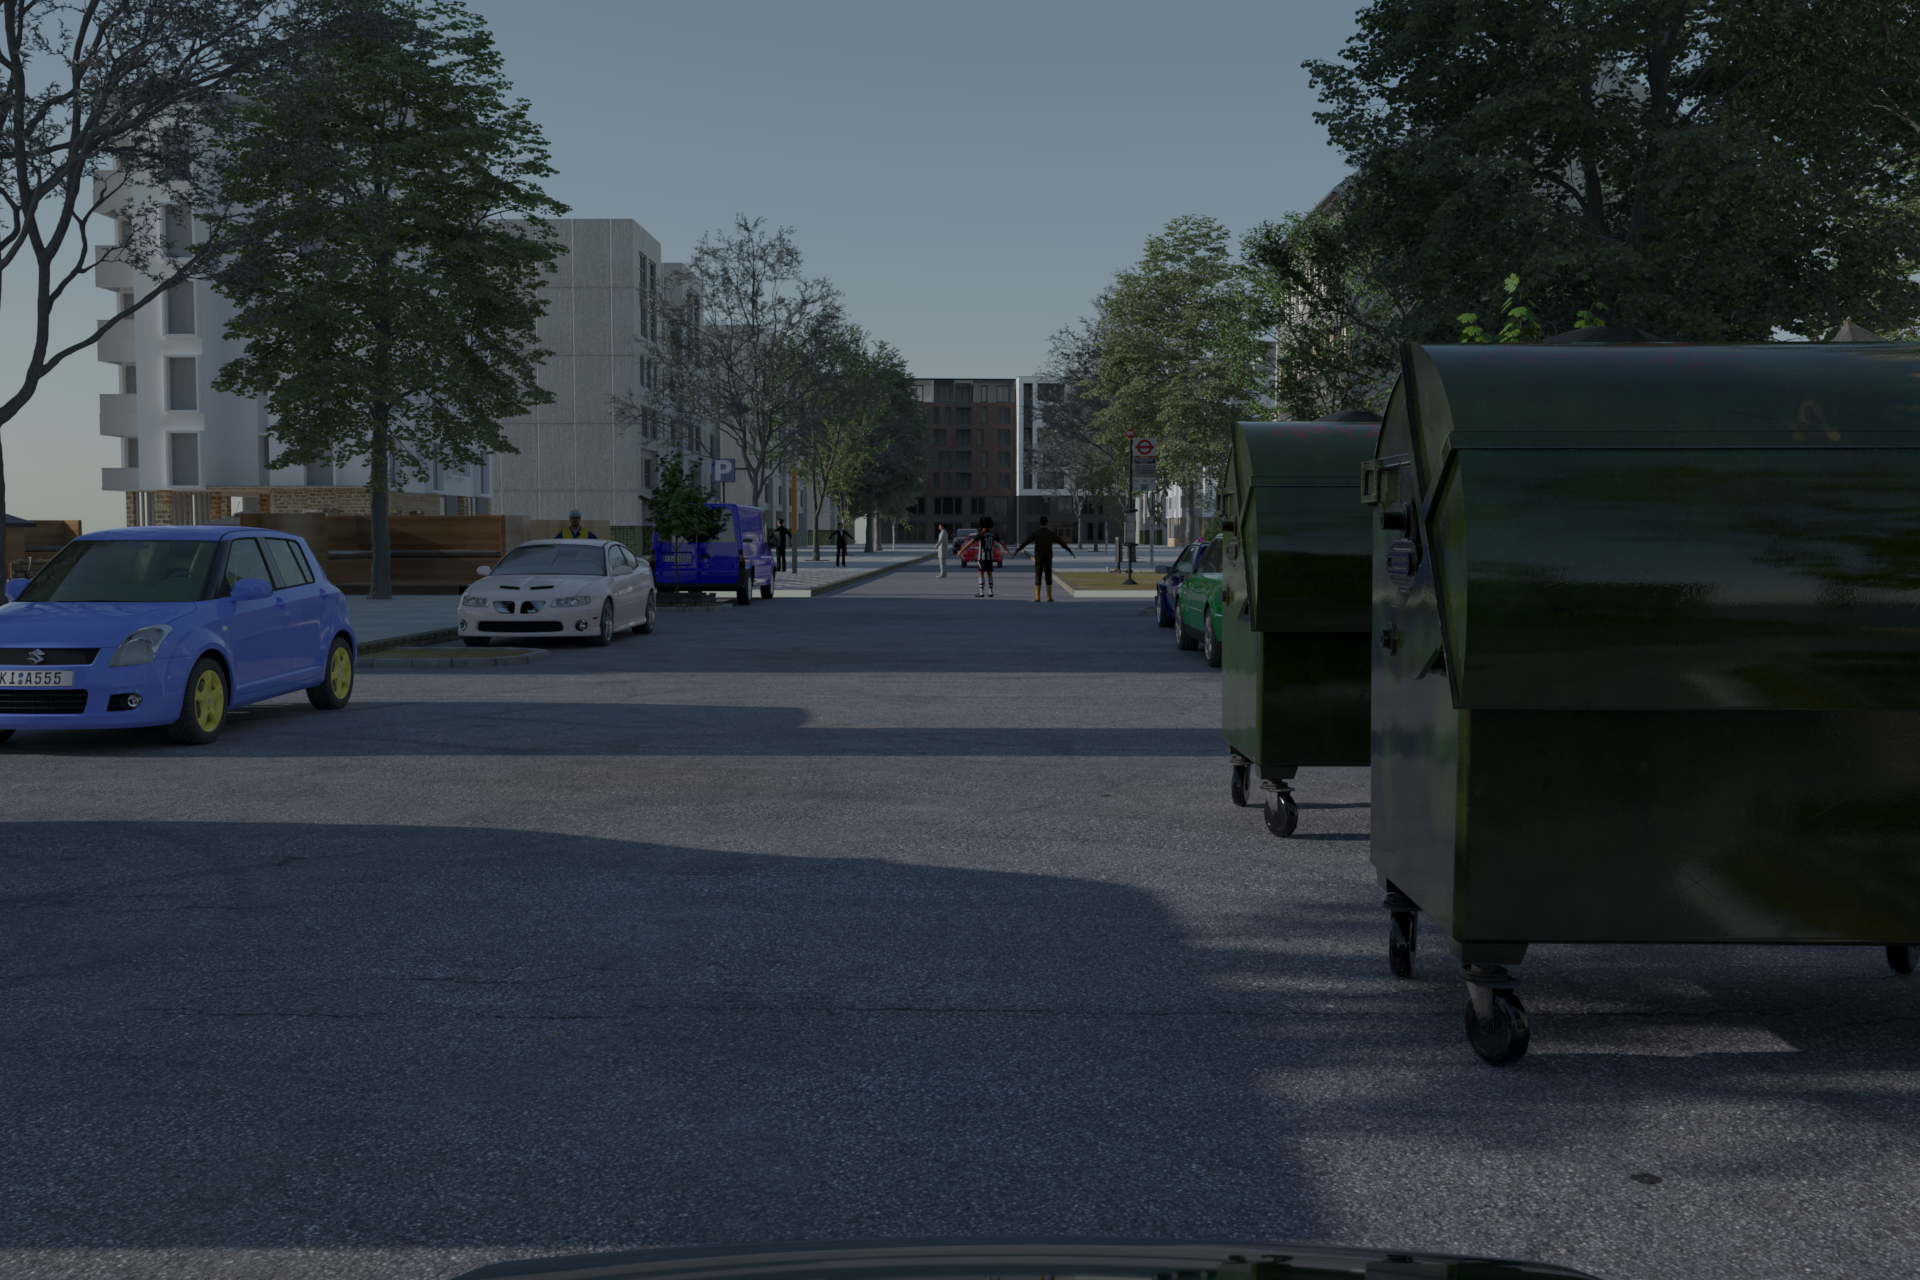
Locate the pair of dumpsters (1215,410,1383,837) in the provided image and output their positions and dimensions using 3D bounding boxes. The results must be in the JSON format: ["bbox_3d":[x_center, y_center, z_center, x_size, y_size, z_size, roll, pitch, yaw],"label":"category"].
[{"bbox_3d":[3.519,-0.227,8.660,4.436,2.255,1.574,0,4,0],"label":"pair of dumpsters"}]

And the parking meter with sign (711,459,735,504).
[{"bbox_3d":[-5.413,-2.728,40.864,0.543,3.016,1.738,0,4,3],"label":"parking meter with sign"}]

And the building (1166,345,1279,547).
[{"bbox_3d":[26.946,-19.906,181.889,16.016,20.090,11.380,0,4,2],"label":"building"}]

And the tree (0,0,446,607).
[{"bbox_3d":[-11.244,-6.708,20.042,12.009,13.543,11.850,0,3,0],"label":"tree"}]

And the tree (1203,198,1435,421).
[{"bbox_3d":[11.072,-7.731,52.156,9.928,11.665,9.643,0,3,0],"label":"tree"}]

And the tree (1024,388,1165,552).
[{"bbox_3d":[9.738,-13.040,123.567,12.009,13.543,11.850,0,3,0],"label":"tree"}]

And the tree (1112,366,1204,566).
[{"bbox_3d":[7.962,-7.284,69.453,4.737,8.622,4.395,0,3,0],"label":"tree"}]

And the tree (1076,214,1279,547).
[{"bbox_3d":[7.918,-8.817,62.287,7.486,12.596,7.792,0,3,0],"label":"tree"}]

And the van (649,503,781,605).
[{"bbox_3d":[-5.113,-1.970,36.586,2.240,2.365,5.245,0,4,2],"label":"van"}]

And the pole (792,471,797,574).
[{"bbox_3d":[-5.364,-3.808,56.110,0.158,3.312,0.155,0,3,0],"label":"pole"}]

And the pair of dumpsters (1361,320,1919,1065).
[{"bbox_3d":[3.462,-0.009,5.091,4.436,2.255,1.574,0,4,2],"label":"pair of dumpsters"}]

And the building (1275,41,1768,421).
[{"bbox_3d":[26.232,-15.518,84.650,19.493,23.208,18.063,0,4,1],"label":"building"}]

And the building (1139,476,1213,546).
[{"bbox_3d":[31.226,-20.878,207.805,16.747,18.905,31.486,0,4,1],"label":"building"}]

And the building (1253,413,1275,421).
[{"bbox_3d":[25.587,-10.636,116.047,9.099,9.664,28.070,0,4,2],"label":"building"}]

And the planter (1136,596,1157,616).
[{"bbox_3d":[4.201,-0.617,31.227,1.991,0.319,1.994,0,4,2],"label":"planter"}]

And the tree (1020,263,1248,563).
[{"bbox_3d":[7.854,-10.241,77.812,12.009,13.543,11.850,0,3,0],"label":"tree"}]

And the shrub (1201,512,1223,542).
[{"bbox_3d":[6.999,-2.504,44.981,1.661,2.075,1.752,0,3,0],"label":"shrub"}]

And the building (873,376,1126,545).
[{"bbox_3d":[4.422,-23.846,236.313,32.646,21.610,27.936,0,4,-4],"label":"building"}]

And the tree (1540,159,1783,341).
[{"bbox_3d":[22.181,-9.163,56.470,9.857,13.997,8.962,0,3,0],"label":"tree"}]

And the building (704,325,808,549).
[{"bbox_3d":[-24.615,-18.097,162.343,16.747,18.905,31.486,0,4,2],"label":"building"}]

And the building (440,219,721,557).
[{"bbox_3d":[-26.432,-15.096,113.270,16.747,18.905,31.486,0,4,1],"label":"building"}]

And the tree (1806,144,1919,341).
[{"bbox_3d":[25.255,-7.727,44.459,7.486,12.596,7.792,0,3,0],"label":"tree"}]

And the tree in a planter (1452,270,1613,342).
[{"bbox_3d":[3.793,-0.890,11.774,1.991,3.239,1.994,0,4,1],"label":"tree in a planter"}]

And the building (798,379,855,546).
[{"bbox_3d":[-22.292,-20.738,205.515,16.747,18.905,31.486,0,4,2],"label":"building"}]

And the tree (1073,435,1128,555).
[{"bbox_3d":[9.072,-9.634,107.875,4.737,8.622,4.395,0,3,0],"label":"tree"}]

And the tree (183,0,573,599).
[{"bbox_3d":[-11.392,-7.103,34.265,7.486,12.596,7.792,0,3,0],"label":"tree"}]

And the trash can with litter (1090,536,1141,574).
[{"bbox_3d":[5.156,-2.814,57.068,1.678,1.210,2.233,0,4,1],"label":"trash can with litter"}]

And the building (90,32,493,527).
[{"bbox_3d":[-26.826,-12.871,66.868,16.016,20.090,11.380,0,4,1],"label":"building"}]

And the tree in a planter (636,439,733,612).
[{"bbox_3d":[-5.381,-2.177,32.810,1.991,3.239,1.994,0,4,2],"label":"tree in a planter"}]

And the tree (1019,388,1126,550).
[{"bbox_3d":[9.619,-14.005,139.356,12.009,13.543,11.850,0,3,0],"label":"tree"}]

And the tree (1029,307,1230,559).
[{"bbox_3d":[8.650,-10.982,89.925,12.009,13.543,11.850,0,3,0],"label":"tree"}]
